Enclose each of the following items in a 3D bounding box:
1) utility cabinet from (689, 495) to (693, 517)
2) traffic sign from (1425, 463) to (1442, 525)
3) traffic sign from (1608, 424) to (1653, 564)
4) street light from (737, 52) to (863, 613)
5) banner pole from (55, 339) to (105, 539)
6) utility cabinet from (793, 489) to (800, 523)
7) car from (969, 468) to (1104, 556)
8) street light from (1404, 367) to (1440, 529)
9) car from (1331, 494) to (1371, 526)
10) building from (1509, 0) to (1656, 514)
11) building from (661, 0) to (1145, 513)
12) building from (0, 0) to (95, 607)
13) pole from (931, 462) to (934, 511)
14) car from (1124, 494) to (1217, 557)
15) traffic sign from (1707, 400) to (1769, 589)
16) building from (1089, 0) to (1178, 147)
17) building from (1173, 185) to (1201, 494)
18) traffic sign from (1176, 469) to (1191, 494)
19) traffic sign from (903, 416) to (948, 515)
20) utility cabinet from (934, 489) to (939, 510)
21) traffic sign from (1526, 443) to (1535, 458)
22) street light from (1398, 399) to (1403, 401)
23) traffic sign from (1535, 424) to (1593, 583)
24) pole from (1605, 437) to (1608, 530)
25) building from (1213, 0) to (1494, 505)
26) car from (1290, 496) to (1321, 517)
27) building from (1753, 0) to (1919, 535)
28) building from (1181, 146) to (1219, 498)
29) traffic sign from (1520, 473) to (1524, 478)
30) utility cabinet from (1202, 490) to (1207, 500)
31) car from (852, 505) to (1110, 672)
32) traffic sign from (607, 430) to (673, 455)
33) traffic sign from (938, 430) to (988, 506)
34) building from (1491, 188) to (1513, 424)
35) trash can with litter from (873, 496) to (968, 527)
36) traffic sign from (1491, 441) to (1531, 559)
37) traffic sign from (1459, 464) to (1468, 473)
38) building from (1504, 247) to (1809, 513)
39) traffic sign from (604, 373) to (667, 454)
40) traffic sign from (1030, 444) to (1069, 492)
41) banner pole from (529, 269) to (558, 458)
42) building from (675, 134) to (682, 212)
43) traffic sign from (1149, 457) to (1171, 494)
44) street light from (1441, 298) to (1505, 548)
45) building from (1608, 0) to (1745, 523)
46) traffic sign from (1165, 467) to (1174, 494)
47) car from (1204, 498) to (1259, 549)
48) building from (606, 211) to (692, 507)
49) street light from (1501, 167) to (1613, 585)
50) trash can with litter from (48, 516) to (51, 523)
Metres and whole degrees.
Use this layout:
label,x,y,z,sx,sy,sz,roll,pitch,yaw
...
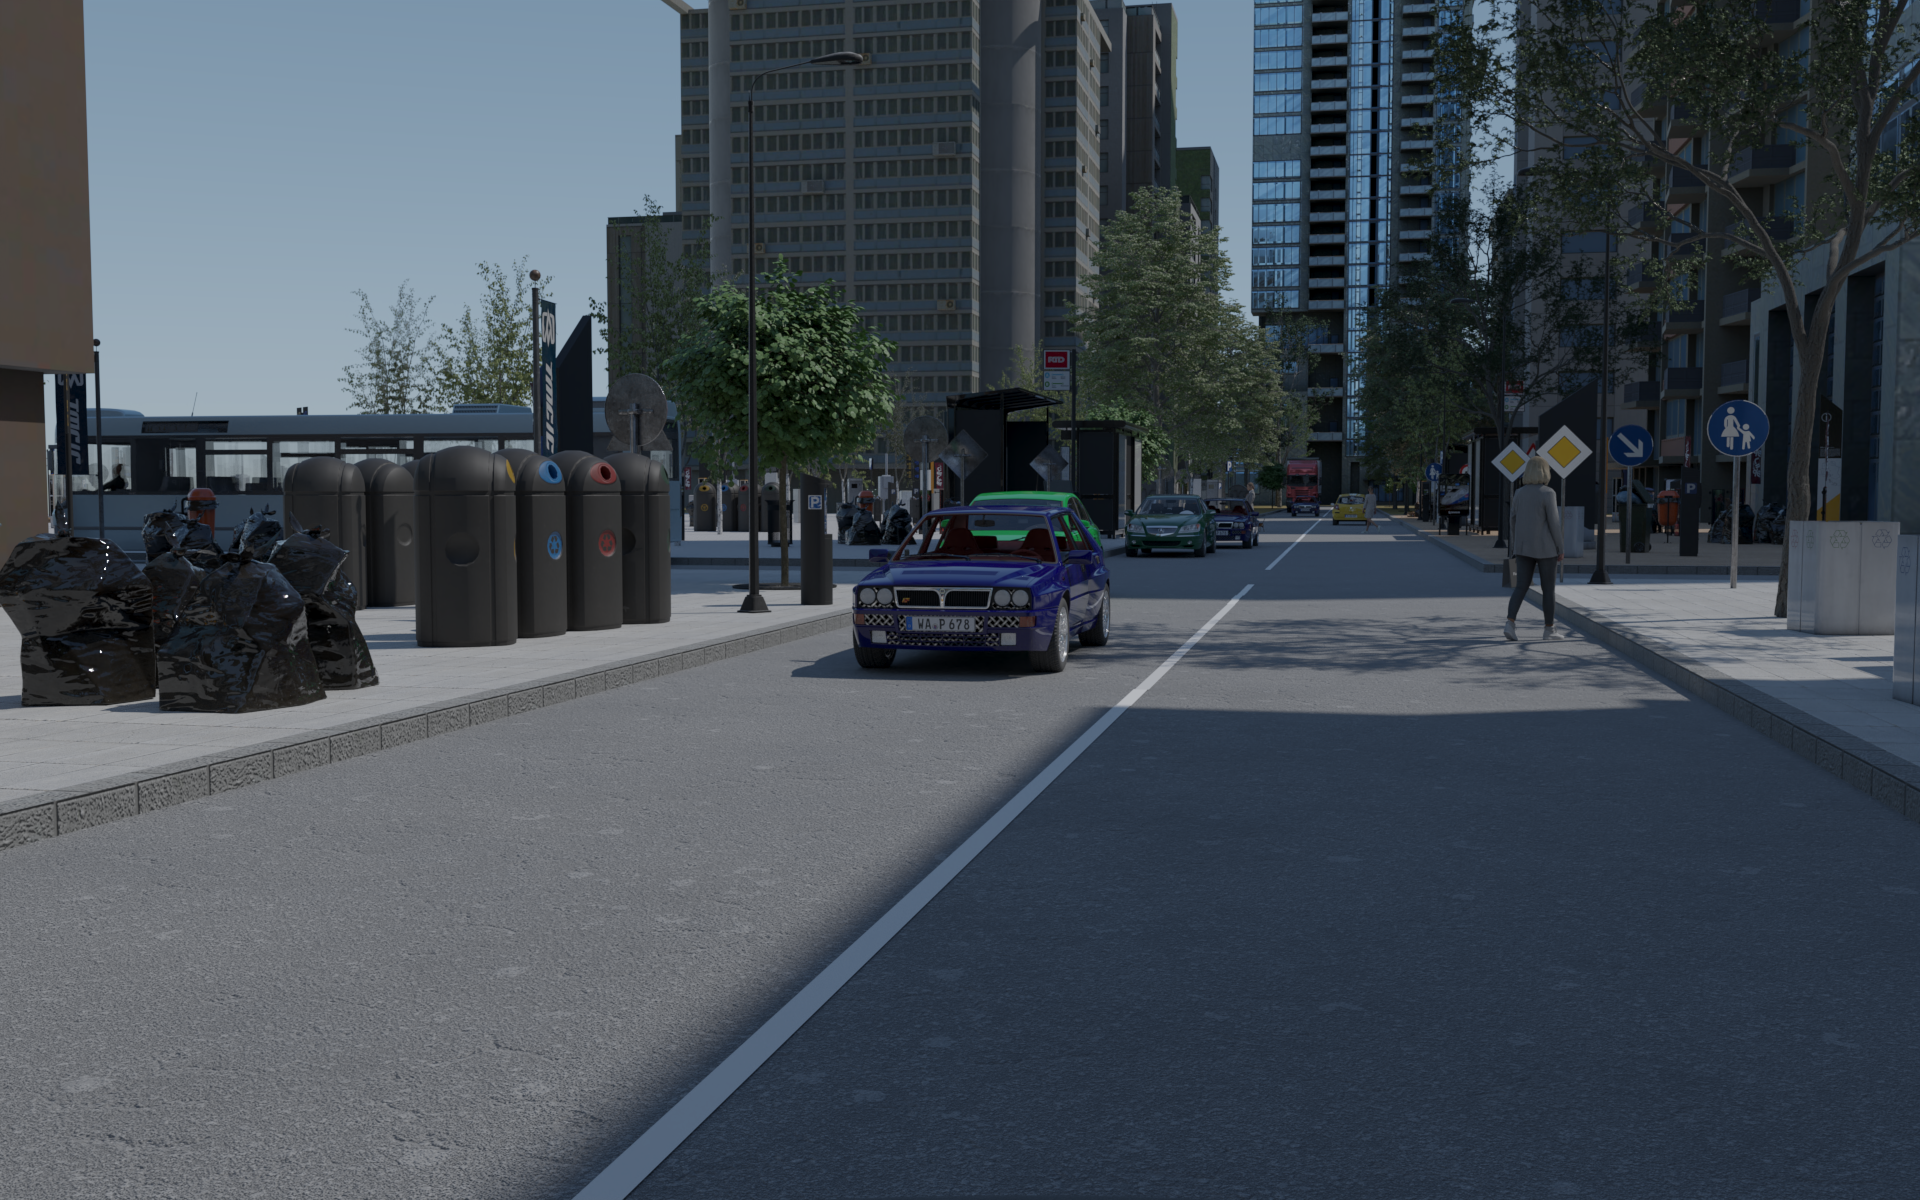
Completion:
label,x,y,z,sx,sy,sz,roll,pitch,yaw
utility cabinet,-14.487,-5.185,95.929,1.020,1.237,0.306,0,4,1
traffic sign,19.356,-4.315,70.651,0.768,2.556,0.104,1,4,13
traffic sign,12.299,-1.939,31.814,0.768,2.556,0.104,1,4,22
street light,-1.705,-2.810,18.482,1.470,5.913,1.316,1,4,13
banner pole,-14.083,-2.314,27.843,0.863,3.779,0.401,-3,5,-39
utility cabinet,-7.111,-4.156,76.626,0.318,1.500,1.173,-1,4,-16
car,0.836,-0.873,23.068,1.959,1.807,4.718,1,4,12
street light,17.090,-5.543,63.170,1.470,5.913,1.316,1,4,13
car,18.181,-4.284,80.267,2.015,1.641,3.980,1,4,14
building,50.350,-35.520,122.759,21.231,58.520,28.212,1,4,13
building,-2.996,-26.471,124.687,32.217,40.220,23.993,1,4,13
building,-18.651,-22.260,14.054,14.200,45.320,14.600,1,4,13
pole,-1.108,-4.403,65.835,0.158,3.312,0.155,0,3,0
car,5.013,-1.777,40.859,2.131,1.459,4.920,1,4,13
traffic sign,10.514,-1.429,23.466,0.768,2.556,0.104,1,4,21
building,9.948,-28.007,141.506,14.154,41.232,14.086,1,4,13
building,16.369,-24.412,170.842,14.107,30.474,14.160,1,4,13
traffic sign,11.209,-5.322,87.116,0.768,2.556,0.104,1,4,18
traffic sign,-0.571,-1.719,28.208,0.768,2.556,0.104,1,4,17
utility cabinet,-0.702,-4.031,74.580,1.173,1.500,0.318,-1,4,-21
traffic sign,14.596,-2.702,44.174,0.884,2.594,0.081,1,4,19
street light,21.927,-6.844,84.442,1.470,5.913,1.316,1,4,13
traffic sign,8.717,-1.309,25.051,0.795,2.450,0.064,1,4,13
pole,23.171,-4.185,62.272,0.158,3.312,0.155,0,3,0
building,46.682,-54.551,204.573,31.000,86.520,22.319,1,4,13
car,22.109,-6.005,110.760,1.945,1.354,3.894,1,4,12
building,37.988,-44.664,42.924,31.000,86.520,22.319,1,4,13
building,23.537,-32.066,207.868,14.086,41.232,14.154,1,4,13
traffic sign,20.044,-3.829,62.714,0.768,2.556,0.104,1,4,22
utility cabinet,14.891,-5.921,105.490,0.318,1.500,1.173,1,4,12
car,0.275,-0.166,15.287,1.945,1.354,3.894,1,4,13
traffic sign,-3.956,-1.306,21.353,0.884,2.594,0.081,1,4,15
traffic sign,0.041,-1.429,27.005,0.795,2.450,0.064,1,4,13
building,75.659,-31.400,205.274,23.993,40.220,32.217,1,4,13
trash can with litter,-0.490,-1.532,36.106,2.233,1.210,1.678,-1,4,-15
traffic sign,10.461,-1.786,32.844,0.795,2.450,0.064,1,4,13
traffic sign,21.399,-4.451,72.881,0.768,2.556,0.104,1,4,19
building,58.237,-51.265,150.857,22.319,86.520,31.000,1,4,13
traffic sign,-3.443,-1.114,18.320,0.768,2.556,0.104,1,4,22
traffic sign,1.785,-1.906,34.798,0.795,2.450,0.064,1,4,13
banner pole,-4.707,-1.812,19.644,0.401,3.779,0.863,0,4,8
building,-22.175,-36.498,220.446,21.600,48.544,21.300,1,4,13
traffic sign,6.835,-3.617,59.251,0.768,2.556,0.104,1,4,18
street light,12.316,-4.194,41.116,1.470,5.913,1.316,1,4,13
building,44.183,-26.129,81.831,22.147,44.769,28.867,1,4,13
traffic sign,8.789,-4.542,74.359,0.768,2.556,0.104,1,4,20
car,7.103,-2.086,46.687,1.945,1.354,3.894,1,4,13
building,-27.534,-25.019,180.758,14.107,30.474,14.160,1,4,13
street light,8.607,-3.187,24.652,1.470,5.913,1.316,1,4,13
trash can with litter,-40.349,-4.028,77.237,0.624,1.170,1.055,2,4,32
